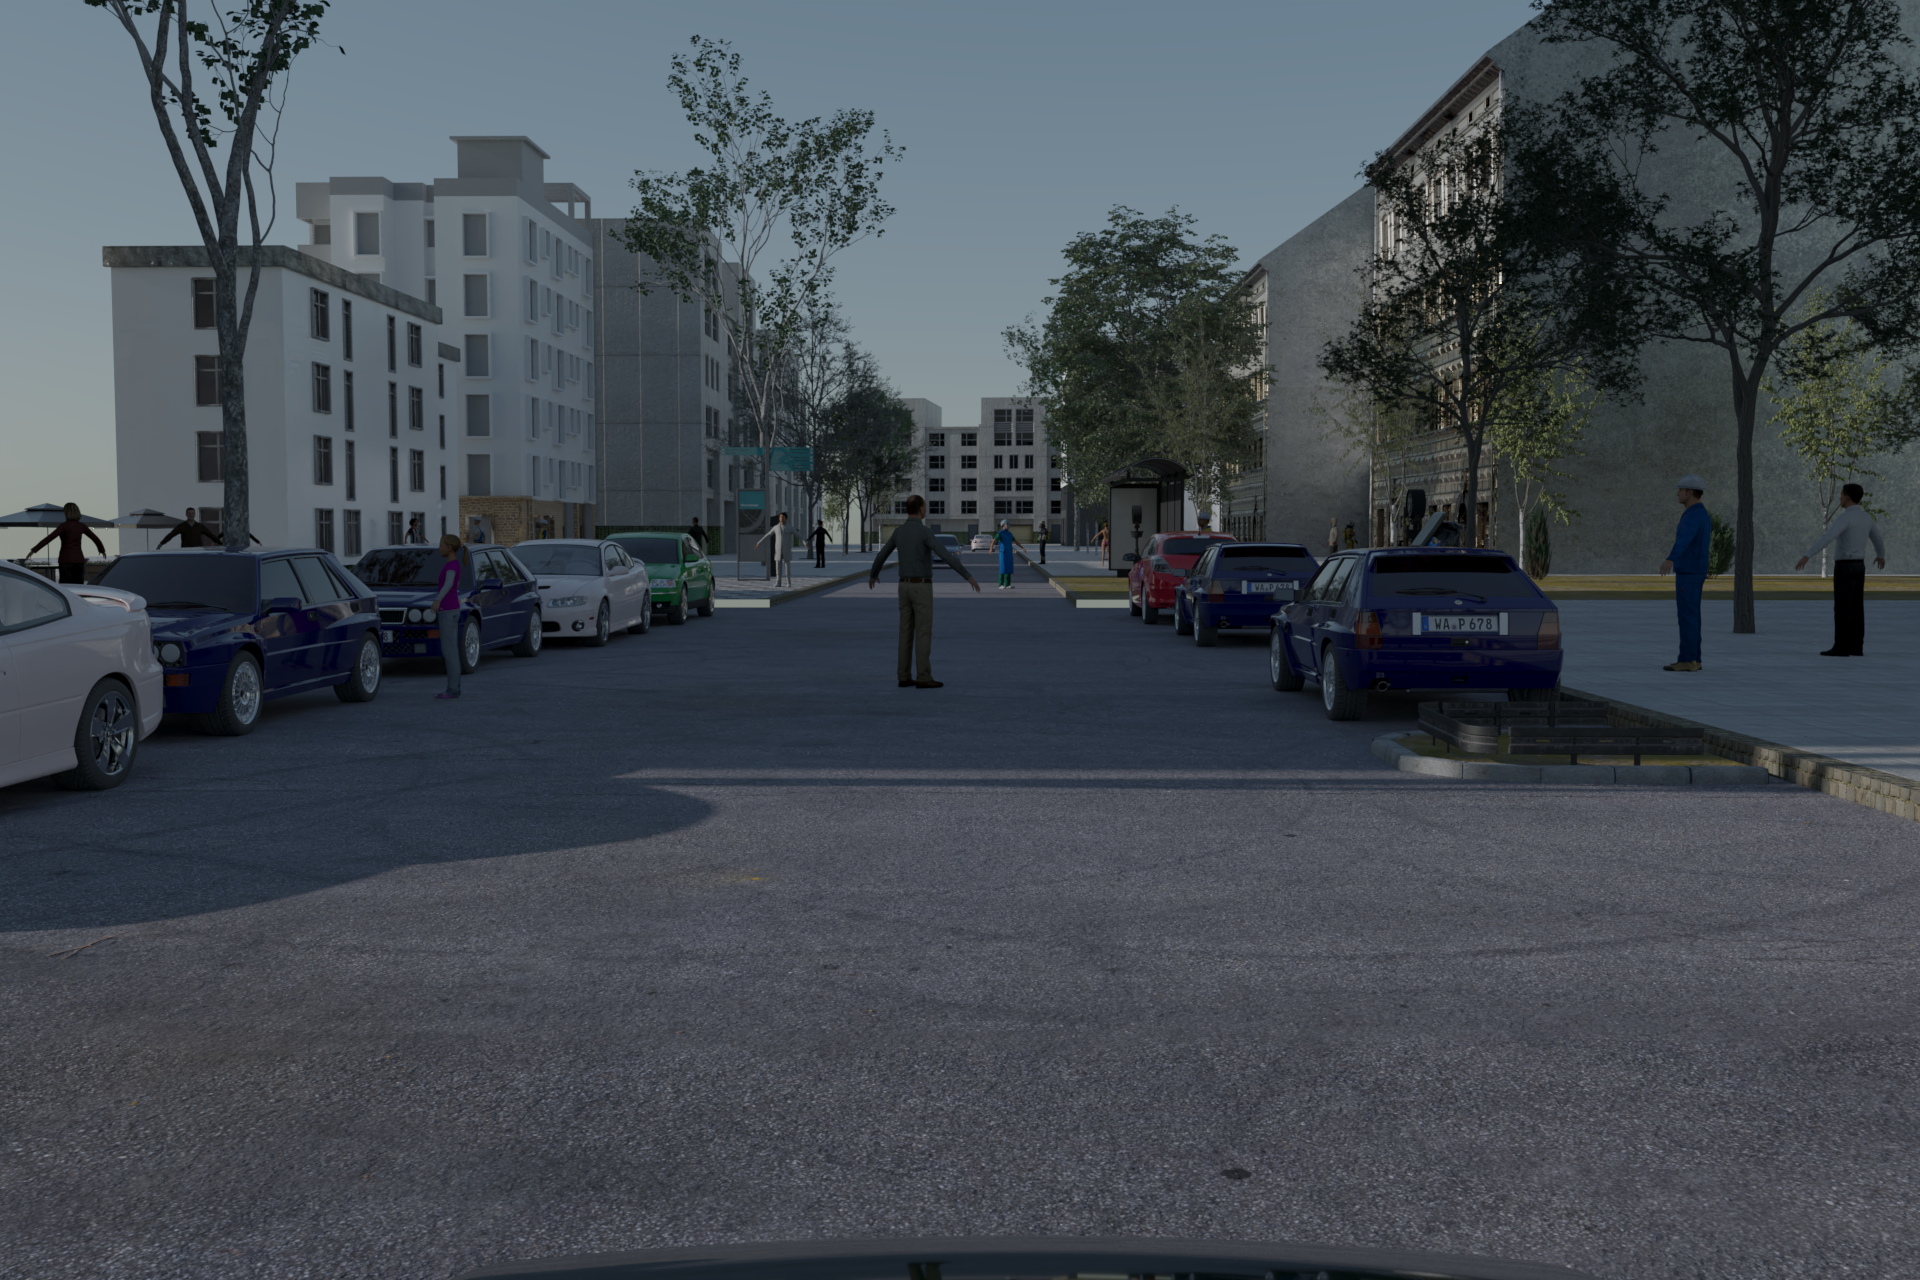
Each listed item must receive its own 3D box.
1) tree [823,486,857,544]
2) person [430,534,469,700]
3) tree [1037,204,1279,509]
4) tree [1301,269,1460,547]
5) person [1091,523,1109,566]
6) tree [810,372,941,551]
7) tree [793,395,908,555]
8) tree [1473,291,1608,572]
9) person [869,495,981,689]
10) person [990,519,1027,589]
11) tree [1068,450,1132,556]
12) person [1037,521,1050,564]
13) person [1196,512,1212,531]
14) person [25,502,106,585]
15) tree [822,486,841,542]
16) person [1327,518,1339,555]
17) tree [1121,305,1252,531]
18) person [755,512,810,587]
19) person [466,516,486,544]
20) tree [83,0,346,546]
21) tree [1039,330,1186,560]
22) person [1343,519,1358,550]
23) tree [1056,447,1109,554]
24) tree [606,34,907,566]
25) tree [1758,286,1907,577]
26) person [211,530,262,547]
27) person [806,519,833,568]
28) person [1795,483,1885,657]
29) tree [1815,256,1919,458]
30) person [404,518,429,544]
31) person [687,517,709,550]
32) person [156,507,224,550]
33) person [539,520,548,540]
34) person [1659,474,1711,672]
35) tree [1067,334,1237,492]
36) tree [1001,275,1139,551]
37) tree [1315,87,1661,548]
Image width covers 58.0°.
[{"bbox_3d":[-15.817,-16.979,227.965,4.737,8.622,4.395,0,3,0],"label":"tree"},{"bbox_3d":[-4.500,-0.204,15.061,0.599,1.433,0.991,-1,4,-11],"label":"person"},{"bbox_3d":[7.383,-9.740,65.897,9.857,13.997,8.962,0,3,0],"label":"tree"},{"bbox_3d":[12.054,-5.925,47.241,4.360,8.622,3.978,0,3,0],"label":"tree"},{"bbox_3d":[5.839,-3.812,69.126,1.217,1.733,0.721,0,4,7],"label":"person"},{"bbox_3d":[-6.595,-13.374,129.039,12.009,13.543,11.850,0,3,0],"label":"tree"},{"bbox_3d":[-6.813,-10.639,108.354,7.601,10.594,8.767,-1,4,-16],"label":"tree"},{"bbox_3d":[17.005,-6.211,51.909,4.737,8.622,4.395,0,3,0],"label":"tree"},{"bbox_3d":[-0.394,-0.456,16.176,1.348,1.796,0.705,3,5,40],"label":"person"},{"bbox_3d":[1.219,-2.256,45.474,1.347,1.817,0.704,-3,5,-44],"label":"person"},{"bbox_3d":[7.931,-9.334,102.973,4.360,8.622,3.978,0,3,0],"label":"tree"},{"bbox_3d":[3.478,-4.143,73.511,0.705,1.856,1.354,0,4,-6],"label":"person"},{"bbox_3d":[4.498,-1.448,32.105,0.705,1.833,1.349,0,4,-5],"label":"person"},{"bbox_3d":[-12.579,-1.078,24.435,0.721,1.729,1.215,2,4,28],"label":"person"},{"bbox_3d":[-17.369,-17.232,232.109,4.737,8.622,4.395,0,3,0],"label":"tree"},{"bbox_3d":[12.132,-3.070,56.324,0.705,1.813,1.348,0,4,3],"label":"person"},{"bbox_3d":[7.839,-6.402,55.032,4.360,8.622,3.978,0,3,0],"label":"tree"},{"bbox_3d":[-4.277,-2.181,41.849,1.347,1.806,0.705,0,4,7],"label":"person"},{"bbox_3d":[-15.094,-2.954,54.156,0.705,1.847,1.347,0,4,8],"label":"person"},{"bbox_3d":[-12.911,-10.444,26.645,12.611,20.169,13.585,0,3,0],"label":"tree"},{"bbox_3d":[7.706,-9.799,85.966,9.928,11.665,9.643,0,3,0],"label":"tree"},{"bbox_3d":[15.209,-3.770,67.405,0.705,1.858,1.354,0,4,-2],"label":"person"},{"bbox_3d":[8.209,-9.857,111.522,4.737,8.622,4.395,0,3,0],"label":"tree"},{"bbox_3d":[-9.183,-13.017,68.712,12.611,20.169,13.585,0,3,0],"label":"tree"},{"bbox_3d":[25.596,-6.151,50.931,4.737,8.622,4.395,0,3,0],"label":"tree"},{"bbox_3d":[-19.541,-2.482,46.767,1.347,1.806,0.705,-3,4,-36],"label":"person"},{"bbox_3d":[-5.294,-3.637,65.393,1.347,1.837,0.705,-3,5,-44],"label":"person"},{"bbox_3d":[9.323,-0.737,18.206,1.344,1.810,0.704,-2,4,-27],"label":"person"},{"bbox_3d":[25.564,-6.573,41.879,8.767,10.594,7.601,-2,4,-24],"label":"tree"},{"bbox_3d":[-18.725,-3.267,59.567,0.704,1.843,1.345,1,4,19],"label":"person"},{"bbox_3d":[-8.144,-2.876,53.245,0.704,1.802,1.346,2,4,35],"label":"person"},{"bbox_3d":[-15.166,-1.716,34.202,1.346,1.812,0.704,-2,4,-30],"label":"person"},{"bbox_3d":[-14.186,-3.194,58.682,0.721,1.772,1.216,-1,4,-17],"label":"person"},{"bbox_3d":[6.824,-0.635,16.266,0.705,1.842,1.347,2,4,33],"label":"person"},{"bbox_3d":[8.358,-8.772,77.837,8.767,10.594,7.601,0,4,6],"label":"tree"},{"bbox_3d":[9.177,-16.642,127.992,12.611,20.169,13.585,0,3,0],"label":"tree"},{"bbox_3d":[10.857,-6.191,35.635,7.601,10.594,8.767,-1,4,-22],"label":"tree"}]
